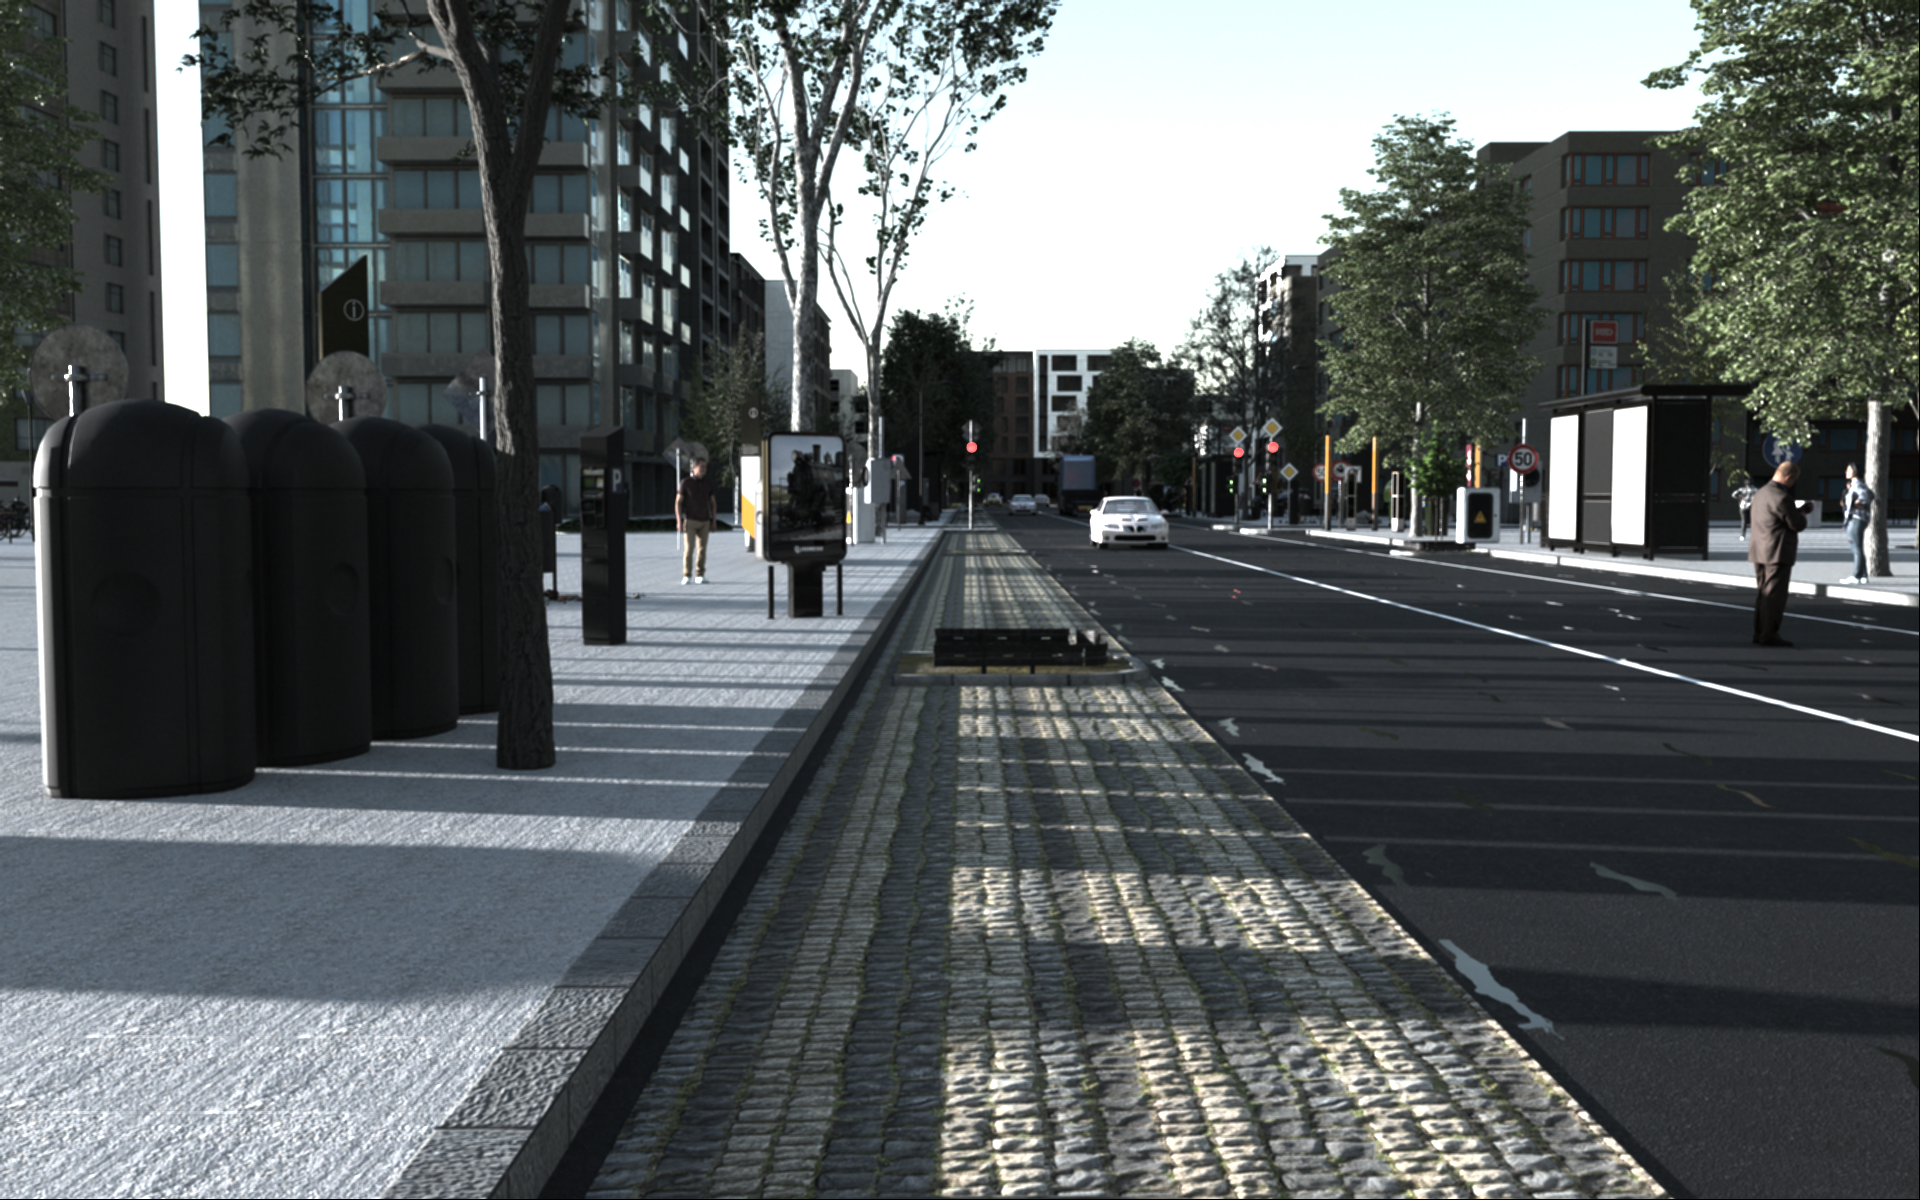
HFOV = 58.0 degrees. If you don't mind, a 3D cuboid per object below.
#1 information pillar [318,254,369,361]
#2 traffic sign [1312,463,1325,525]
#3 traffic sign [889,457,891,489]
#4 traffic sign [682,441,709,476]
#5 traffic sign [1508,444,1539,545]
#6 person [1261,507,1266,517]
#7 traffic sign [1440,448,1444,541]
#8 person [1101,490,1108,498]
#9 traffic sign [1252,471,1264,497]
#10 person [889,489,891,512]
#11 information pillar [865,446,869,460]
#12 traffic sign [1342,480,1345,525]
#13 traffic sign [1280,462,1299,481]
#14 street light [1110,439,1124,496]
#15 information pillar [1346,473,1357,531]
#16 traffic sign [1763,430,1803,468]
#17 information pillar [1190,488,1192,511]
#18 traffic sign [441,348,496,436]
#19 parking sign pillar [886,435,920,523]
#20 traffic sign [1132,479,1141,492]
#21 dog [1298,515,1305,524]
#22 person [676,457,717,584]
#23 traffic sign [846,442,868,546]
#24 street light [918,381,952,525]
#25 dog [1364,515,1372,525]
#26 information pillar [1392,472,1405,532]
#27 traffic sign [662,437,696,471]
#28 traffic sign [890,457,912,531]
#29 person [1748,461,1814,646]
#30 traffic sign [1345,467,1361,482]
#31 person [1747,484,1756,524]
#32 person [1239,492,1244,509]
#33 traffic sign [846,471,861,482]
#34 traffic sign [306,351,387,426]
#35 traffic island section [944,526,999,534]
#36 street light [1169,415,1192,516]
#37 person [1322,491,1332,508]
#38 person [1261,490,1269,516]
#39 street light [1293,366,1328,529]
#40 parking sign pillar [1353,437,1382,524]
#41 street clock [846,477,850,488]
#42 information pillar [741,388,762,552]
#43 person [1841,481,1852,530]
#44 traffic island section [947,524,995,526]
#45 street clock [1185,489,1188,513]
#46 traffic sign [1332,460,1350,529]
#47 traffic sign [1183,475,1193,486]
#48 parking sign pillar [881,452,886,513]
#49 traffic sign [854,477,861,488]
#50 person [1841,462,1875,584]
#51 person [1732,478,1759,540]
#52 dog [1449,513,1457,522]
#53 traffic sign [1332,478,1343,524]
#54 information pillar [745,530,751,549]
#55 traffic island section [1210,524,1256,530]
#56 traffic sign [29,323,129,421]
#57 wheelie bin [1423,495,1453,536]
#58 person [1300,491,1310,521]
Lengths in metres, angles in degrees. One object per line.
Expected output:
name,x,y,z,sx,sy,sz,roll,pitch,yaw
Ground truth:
information pillar,-5.965,-1.561,16.870,0.504,3.616,0.183,-3,5,-44
traffic sign,14.848,-4.345,71.149,0.768,2.556,0.104,0,4,2
traffic sign,-3.829,-6.167,94.709,2.265,3.308,0.079,0,4,6
traffic sign,-6.434,-2.545,41.711,0.768,2.556,0.104,0,4,3
traffic sign,14.285,-2.684,43.995,0.768,2.556,0.104,1,4,10
person,17.140,-4.993,98.151,0.381,0.543,0.357,2,4,35
traffic sign,13.259,-2.914,47.647,0.884,2.594,0.081,0,4,2
person,10.197,-6.950,122.932,0.742,1.727,0.445,2,4,26
traffic sign,16.701,-5.894,96.365,0.884,2.594,0.081,1,4,8
person,-4.854,-7.154,123.708,0.576,1.737,0.504,1,4,9
information pillar,-4.084,-5.222,76.727,0.504,3.616,0.183,0,4,2
traffic sign,15.941,-4.393,71.936,0.768,2.556,0.104,0,4,8
traffic sign,13.641,-4.403,71.721,0.795,2.593,0.064,0,4,7
street light,13.229,-10.626,146.281,1.470,5.913,1.316,0,4,0
information pillar,13.647,-3.416,60.341,0.304,2.012,0.304,1,4,21
traffic sign,16.261,-2.093,34.320,0.768,2.556,0.104,0,4,4
information pillar,16.960,-7.567,128.204,0.304,2.012,0.304,2,4,28
traffic sign,-4.311,-0.975,15.679,0.795,2.593,0.064,0,4,5
parking sign pillar,-2.442,-5.488,78.201,1.447,3.967,1.447,0,4,-5
traffic sign,14.775,-8.867,145.086,0.768,2.556,0.104,1,4,9
dog,14.473,-3.453,74.184,0.550,0.427,0.748,0,4,4
person,-3.786,-1.147,24.931,0.598,1.807,0.434,-1,4,-19
traffic sign,-2.642,-2.586,42.384,0.768,2.556,0.104,0,4,2
street light,-1.044,-6.031,71.145,1.470,5.913,1.316,0,4,0
dog,17.296,-3.379,72.981,0.748,0.427,0.550,0,4,6
information pillar,14.711,-3.280,58.123,0.304,2.012,0.304,-2,4,-23
traffic sign,-6.493,-2.458,39.921,0.795,2.593,0.064,0,4,6
traffic sign,-2.135,-3.720,60.819,0.884,2.594,0.081,0,4,5
person,7.783,-0.442,16.412,0.600,1.739,0.565,-2,4,-27
traffic sign,14.307,-3.731,63.136,0.606,2.300,0.079,0,4,5
person,33.500,-4.136,73.540,0.709,1.838,0.599,-1,4,-23
person,23.418,-8.287,144.763,0.776,1.434,0.726,-1,4,-13
traffic sign,-4.751,-4.676,76.554,0.768,2.556,0.104,1,4,10
traffic sign,-5.462,-0.936,15.414,0.768,2.556,0.104,1,4,8
traffic island section,0.410,-2.515,63.397,2.009,0.180,2.903,0,4,0
street light,12.923,-7.904,101.774,1.470,5.913,1.316,0,4,0
person,23.175,-6.286,109.545,0.841,1.734,0.376,-1,4,-12
person,18.033,-5.754,102.662,0.613,1.512,0.480,1,4,10
street light,12.742,-5.518,62.763,1.470,5.913,1.316,0,4,0
parking sign pillar,17.559,-5.294,75.023,1.447,3.967,1.447,-2,4,-24
street clock,-4.833,-4.267,74.342,0.471,2.002,0.358,0,4,-8
information pillar,-4.594,-2.869,38.261,0.504,3.616,0.183,2,4,26
person,32.090,-3.428,62.615,0.617,1.759,0.750,1,4,9
traffic island section,0.449,-3.003,71.382,2.009,0.180,2.903,0,4,0
street clock,15.276,-6.836,116.334,0.358,2.002,0.471,2,4,30
traffic sign,14.063,-3.911,64.043,0.768,2.556,0.104,0,4,6
traffic sign,14.631,-6.749,110.357,0.884,2.594,0.081,0,4,2
parking sign pillar,-3.590,-5.600,80.038,1.447,3.967,1.447,-1,4,-9
traffic sign,-5.016,-5.101,77.267,2.265,3.308,0.079,1,4,10
person,12.911,-1.108,24.881,0.376,1.734,0.841,3,4,39
person,22.066,-2.551,48.471,0.841,1.734,0.376,2,4,24
dog,22.712,-3.748,79.011,0.748,0.427,0.550,3,4,39
traffic sign,16.316,-4.522,73.935,0.884,2.594,0.081,1,4,9
information pillar,-4.884,-2.225,40.871,0.304,2.012,0.304,-1,4,-22
traffic island section,11.430,-3.000,71.324,2.009,0.180,2.903,0,4,0
traffic sign,-6.593,-0.786,12.962,0.768,2.556,0.104,0,4,3
wheelie bin,14.717,-2.779,53.342,0.980,1.594,0.693,0,4,-7
person,16.333,-4.471,82.328,0.628,1.438,0.799,0,4,0
